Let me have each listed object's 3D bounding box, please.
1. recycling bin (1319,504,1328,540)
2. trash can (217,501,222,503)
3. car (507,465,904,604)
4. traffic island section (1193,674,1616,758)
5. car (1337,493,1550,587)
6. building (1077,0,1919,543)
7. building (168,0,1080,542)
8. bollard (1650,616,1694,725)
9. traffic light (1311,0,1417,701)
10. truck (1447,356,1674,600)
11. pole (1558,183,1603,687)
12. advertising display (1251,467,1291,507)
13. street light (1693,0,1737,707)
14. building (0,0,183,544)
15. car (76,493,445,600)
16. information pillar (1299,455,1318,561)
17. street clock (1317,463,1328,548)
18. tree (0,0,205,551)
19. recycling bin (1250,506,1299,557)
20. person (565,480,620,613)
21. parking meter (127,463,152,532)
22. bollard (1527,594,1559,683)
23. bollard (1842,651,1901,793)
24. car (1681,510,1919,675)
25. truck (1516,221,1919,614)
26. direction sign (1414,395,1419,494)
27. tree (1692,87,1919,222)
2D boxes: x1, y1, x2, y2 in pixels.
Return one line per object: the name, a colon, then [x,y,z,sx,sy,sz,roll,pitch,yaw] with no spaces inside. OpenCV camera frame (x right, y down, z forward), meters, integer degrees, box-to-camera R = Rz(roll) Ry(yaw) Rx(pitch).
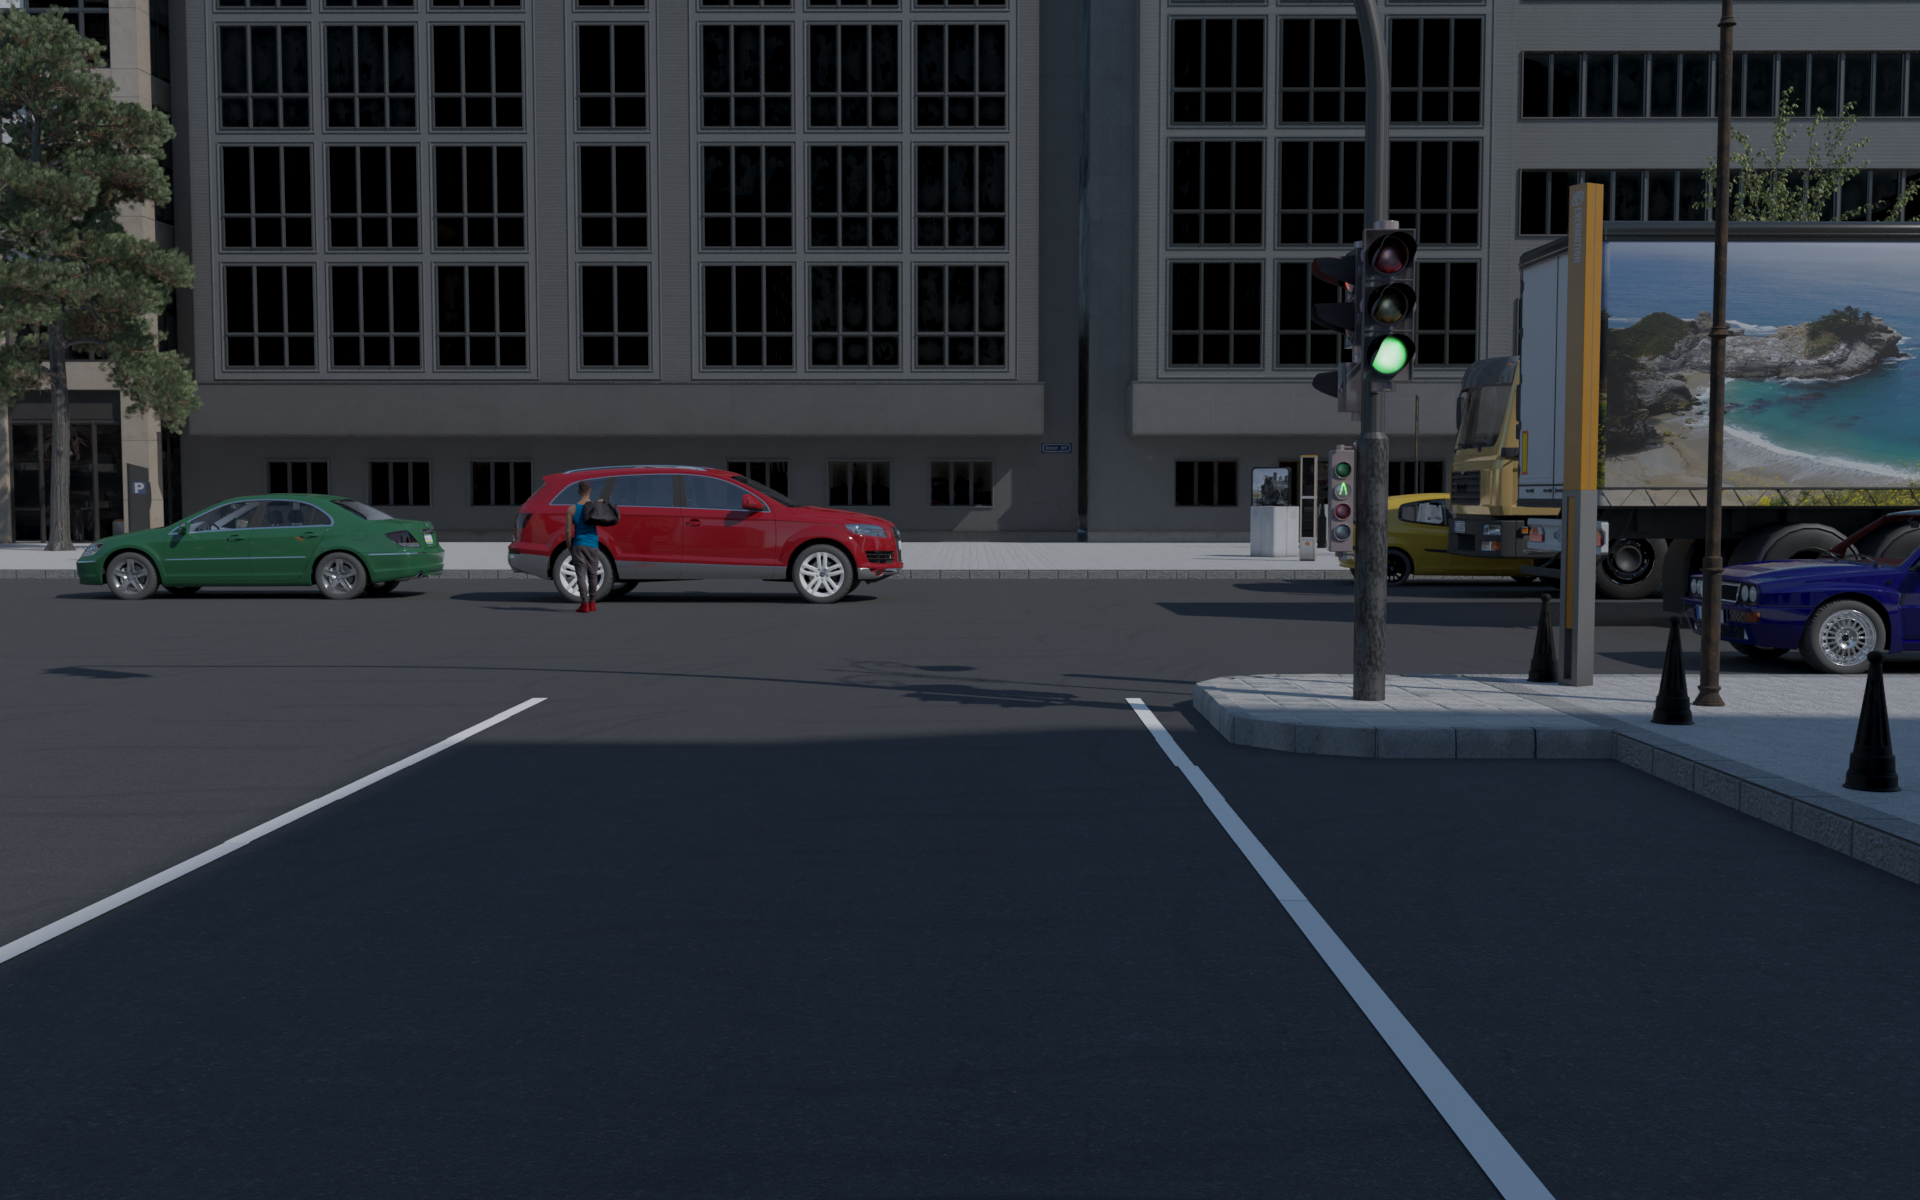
recycling bin: [9.141,-1.808,42.121,0.722,1.027,0.722,0,4,4]
trash can: [-15.416,-1.543,36.880,0.748,1.137,0.748,0,3,0]
car: [-3.417,-0.910,23.546,5.304,1.827,2.281,0,4,2]
traffic island section: [2.568,0.700,10.839,2.009,0.180,2.903,0,4,0]
car: [8.071,-1.063,27.600,3.980,1.641,2.015,0,4,0]
building: [18.306,-14.126,50.034,30.058,24.678,14.314,0,4,0]
building: [-8.727,-15.723,50.571,24.014,27.812,14.314,0,4,0]
bollard: [3.995,0.388,9.696,0.229,0.601,0.229,0,3,0]
traffic light: [0.436,-2.197,10.597,4.771,5.953,1.251,0,4,0]
truck: [11.164,-1.745,24.459,9.791,3.379,3.469,0,4,2]
pole: [4.131,-1.081,11.522,0.158,3.312,0.155,0,3,0]
advertising display: [7.407,-2.205,41.266,0.974,1.923,0.123,2,4,33]
street light: [4.552,-2.297,10.348,0.468,5.910,1.993,0,4,0]
building: [-37.791,-15.233,53.569,34.151,26.468,19.350,0,4,0]
car: [-9.788,-0.764,24.294,4.920,1.459,2.131,0,4,-1]
information pillar: [6.663,-1.751,33.123,0.304,2.012,0.304,1,4,15]
street clock: [8.582,-2.228,40.994,0.471,2.002,0.358,2,4,25]
tree: [-20.266,-7.140,38.797,6.751,12.117,7.091,0,3,0]
recycling bin: [6.438,-1.401,35.464,0.722,1.027,0.722,-2,4,-32]
person: [-4.474,-0.651,21.008,0.647,1.594,0.662,-2,4,-32]
parking meter: [-15.521,-1.656,32.780,0.399,1.863,0.255,-2,4,-30]
bollard: [4.004,0.256,11.857,0.229,0.601,0.229,0,3,0]
bollard: [3.976,0.520,7.536,0.229,0.601,0.229,0,3,0]
car: [8.205,-0.112,14.409,3.894,1.354,1.945,0,4,2]
truck: [12.118,-1.846,19.104,11.283,4.237,2.839,0,4,-1]
direction sign: [10.545,-2.938,40.032,0.379,3.537,0.876,1,4,18]
tree: [15.525,-5.015,32.365,4.737,8.622,4.395,0,3,0]
